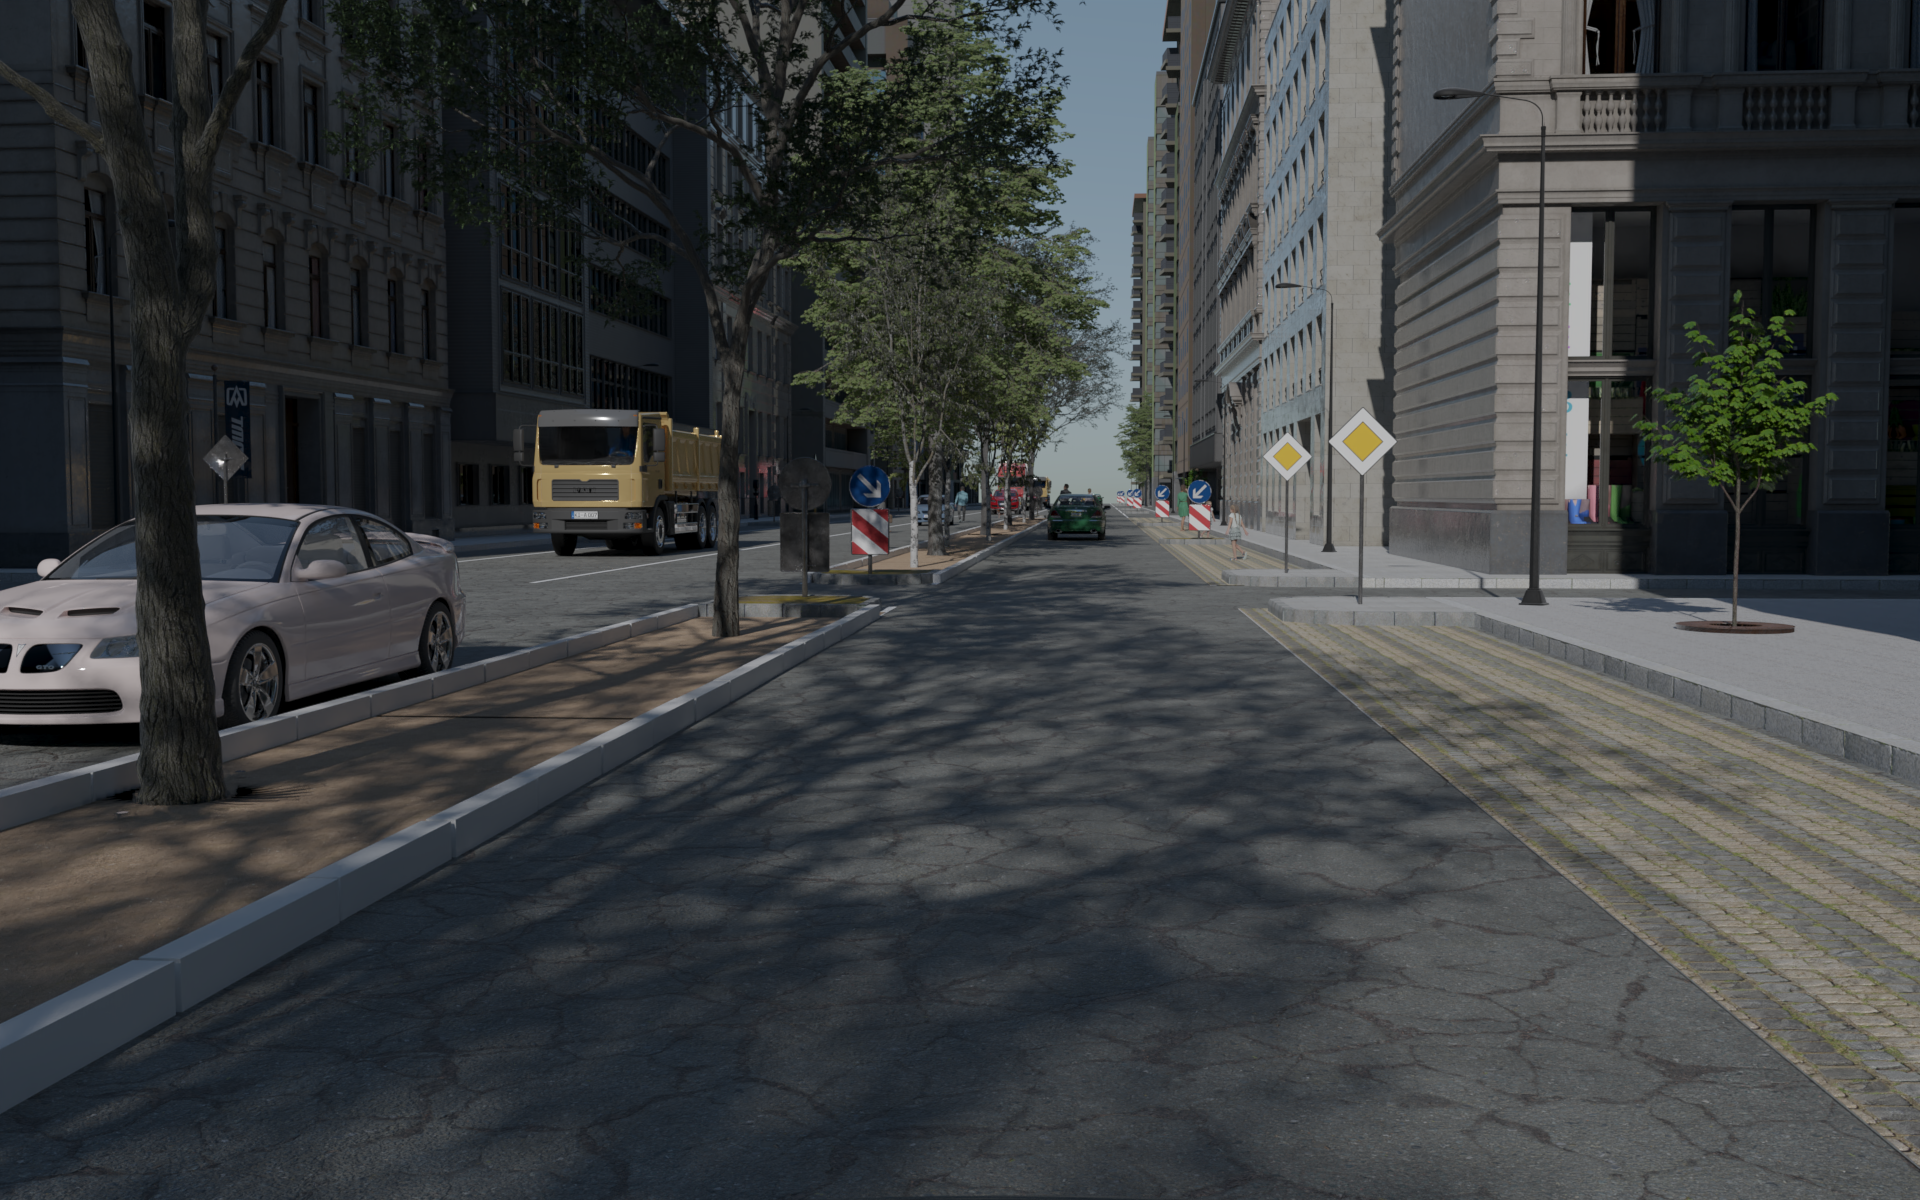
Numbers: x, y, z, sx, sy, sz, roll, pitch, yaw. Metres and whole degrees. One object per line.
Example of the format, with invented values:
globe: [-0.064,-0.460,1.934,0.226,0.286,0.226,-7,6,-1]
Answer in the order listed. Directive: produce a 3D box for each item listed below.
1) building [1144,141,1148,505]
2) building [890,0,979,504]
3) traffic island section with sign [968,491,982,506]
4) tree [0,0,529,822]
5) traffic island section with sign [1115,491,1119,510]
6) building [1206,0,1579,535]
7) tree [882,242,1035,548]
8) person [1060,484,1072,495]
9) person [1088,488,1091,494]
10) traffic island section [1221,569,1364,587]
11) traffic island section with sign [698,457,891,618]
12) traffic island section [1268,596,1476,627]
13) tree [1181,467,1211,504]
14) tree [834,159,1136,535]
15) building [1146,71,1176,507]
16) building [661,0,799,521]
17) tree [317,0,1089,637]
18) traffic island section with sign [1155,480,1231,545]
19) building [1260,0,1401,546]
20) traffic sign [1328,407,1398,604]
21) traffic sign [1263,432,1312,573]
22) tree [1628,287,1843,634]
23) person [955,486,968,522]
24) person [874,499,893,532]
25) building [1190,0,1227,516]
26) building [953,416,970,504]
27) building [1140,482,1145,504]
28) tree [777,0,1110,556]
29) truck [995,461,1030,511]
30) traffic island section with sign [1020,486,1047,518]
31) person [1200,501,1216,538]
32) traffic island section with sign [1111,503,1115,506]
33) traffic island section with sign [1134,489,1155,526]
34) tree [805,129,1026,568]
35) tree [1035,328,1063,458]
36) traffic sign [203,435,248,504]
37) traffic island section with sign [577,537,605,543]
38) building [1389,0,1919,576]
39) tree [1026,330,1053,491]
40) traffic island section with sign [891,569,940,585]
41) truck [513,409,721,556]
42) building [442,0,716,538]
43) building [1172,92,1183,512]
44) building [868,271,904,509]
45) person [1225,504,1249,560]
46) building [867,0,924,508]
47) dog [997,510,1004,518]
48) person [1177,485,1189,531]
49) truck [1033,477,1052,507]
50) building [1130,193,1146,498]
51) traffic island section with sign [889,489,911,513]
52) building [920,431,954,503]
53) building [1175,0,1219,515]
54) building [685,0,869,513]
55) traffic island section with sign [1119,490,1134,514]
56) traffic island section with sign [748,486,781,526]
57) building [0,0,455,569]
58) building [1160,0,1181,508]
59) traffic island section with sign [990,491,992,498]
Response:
building: [28.495,-31.613,200.473,14.154,41.232,14.086,0,4,5]
building: [-7.819,-49.129,241.514,20.563,71.187,20.611,0,4,5]
traffic island section with sign: [2.006,-12.400,211.360,1.989,1.847,2.006,0,4,5]
tree: [-3.739,-4.873,7.894,9.928,11.665,9.643,0,3,0]
traffic island section with sign: [15.085,-8.924,154.537,1.989,1.847,2.006,0,4,5]
building: [15.876,-14.663,68.616,11.050,23.489,19.941,0,4,5]
tree: [-0.368,-5.716,46.274,4.737,8.622,4.395,0,3,0]
person: [4.129,-3.727,69.239,0.655,1.846,0.447,-2,4,-31]
person: [6.991,-5.083,92.279,0.731,1.740,0.598,1,4,10]
traffic island section: [5.316,-0.358,28.130,2.009,0.180,2.903,0,4,5]
traffic island section with sign: [-1.985,-0.783,20.940,2.006,1.907,1.989,0,4,5]
traffic island section: [4.680,0.129,20.170,2.009,0.180,2.903,0,4,5]
tree: [14.093,-6.743,104.852,1.663,3.219,1.824,0,3,0]
tree: [0.849,-9.001,60.000,12.009,13.543,11.850,0,3,0]
building: [26.033,-29.790,170.667,14.154,41.232,14.086,0,4,5]
building: [-16.492,-17.929,90.397,12.463,27.353,25.104,0,4,5]
tree: [-2.398,-4.882,16.695,8.767,10.594,7.601,0,4,5]
traffic island section with sign: [6.722,-2.513,49.723,1.989,1.847,2.006,0,4,5]
building: [14.781,-11.938,49.942,10.420,20.320,16.860,0,4,5]
traffic sign: [4.656,-1.006,20.094,0.795,2.450,0.064,0,4,5]
traffic sign: [5.292,-1.493,28.054,0.795,2.450,0.064,0,4,5]
tree: [7.357,-1.333,16.391,1.663,3.219,1.824,0,3,0]
person: [0.085,-4.827,87.440,0.660,1.820,0.620,-1,4,-11]
person: [-2.907,-3.363,63.455,0.822,1.834,0.622,0,4,6]
building: [19.798,-18.147,90.203,14.314,27.812,24.014,0,4,5]
building: [-10.295,-34.413,217.278,22.147,44.769,28.867,0,4,5]
building: [39.151,-32.236,218.939,32.217,40.220,23.993,0,4,5]
tree: [-0.484,-7.269,39.438,7.486,12.596,7.792,0,3,0]
truck: [4.696,-9.789,148.957,2.839,4.237,11.283,0,4,5]
traffic island section with sign: [4.590,-5.816,103.224,2.006,1.907,1.989,0,4,5]
person: [7.771,-2.495,54.306,0.505,1.210,0.382,-2,4,-35]
traffic island section with sign: [19.522,-12.314,209.968,1.989,1.847,2.006,0,4,5]
traffic island section with sign: [8.954,-4.234,77.854,1.989,1.847,2.006,0,4,5]
tree: [-0.888,-4.910,33.098,4.360,8.622,3.978,0,3,0]
tree: [1.812,-7.133,69.451,4.737,8.622,4.395,0,3,0]
traffic sign: [-12.495,-1.581,29.490,0.795,2.450,0.064,0,4,5]
traffic island section with sign: [-10.727,-2.651,51.976,1.989,1.847,2.006,0,4,5]
building: [18.017,-12.355,30.886,19.941,23.489,11.050,0,4,5]
tree: [0.864,-6.057,51.853,4.360,8.622,3.978,0,3,0]
traffic island section with sign: [-1.385,-1.235,28.323,2.006,1.907,1.989,0,4,5]
truck: [-8.056,-2.848,42.484,3.469,3.379,9.791,0,4,4]
building: [-18.977,-14.880,62.347,14.314,24.678,30.058,0,4,5]
building: [22.687,-21.750,127.315,14.160,30.474,14.107,0,4,5]
building: [-19.948,-18.143,141.678,27.650,21.520,28.899,0,4,5]
person: [5.908,-1.442,37.096,0.505,1.210,0.382,-3,5,-43]
building: [-10.948,-31.297,161.812,14.600,45.320,14.200,0,4,5]
dog: [2.491,-5.141,103.336,0.406,0.507,0.540,3,5,40]
person: [8.585,-3.546,66.717,0.600,1.795,0.529,2,4,32]
truck: [8.741,-12.182,195.105,3.469,3.379,9.791,0,4,5]
building: [35.399,-36.181,246.181,22.147,44.769,28.867,0,4,5]
traffic island section with sign: [-4.556,-7.381,129.299,1.989,1.847,2.006,0,4,5]
building: [-8.267,-25.905,195.250,14.160,30.474,14.107,0,4,5]
building: [21.581,-28.298,112.777,14.600,45.320,14.200,0,4,5]
building: [-18.101,-30.075,115.424,21.300,48.544,21.600,0,4,5]
traffic island section with sign: [12.939,-7.278,127.621,1.989,1.847,2.006,0,4,5]
traffic island section with sign: [-8.541,-4.320,79.256,1.989,1.847,2.006,0,4,5]
building: [-19.210,-11.568,38.284,9.793,20.994,18.267,0,4,5]
building: [28.354,-30.172,147.943,22.147,44.769,28.867,0,4,5]
traffic island section with sign: [4.173,-14.057,238.453,1.989,1.847,2.006,0,4,5]
